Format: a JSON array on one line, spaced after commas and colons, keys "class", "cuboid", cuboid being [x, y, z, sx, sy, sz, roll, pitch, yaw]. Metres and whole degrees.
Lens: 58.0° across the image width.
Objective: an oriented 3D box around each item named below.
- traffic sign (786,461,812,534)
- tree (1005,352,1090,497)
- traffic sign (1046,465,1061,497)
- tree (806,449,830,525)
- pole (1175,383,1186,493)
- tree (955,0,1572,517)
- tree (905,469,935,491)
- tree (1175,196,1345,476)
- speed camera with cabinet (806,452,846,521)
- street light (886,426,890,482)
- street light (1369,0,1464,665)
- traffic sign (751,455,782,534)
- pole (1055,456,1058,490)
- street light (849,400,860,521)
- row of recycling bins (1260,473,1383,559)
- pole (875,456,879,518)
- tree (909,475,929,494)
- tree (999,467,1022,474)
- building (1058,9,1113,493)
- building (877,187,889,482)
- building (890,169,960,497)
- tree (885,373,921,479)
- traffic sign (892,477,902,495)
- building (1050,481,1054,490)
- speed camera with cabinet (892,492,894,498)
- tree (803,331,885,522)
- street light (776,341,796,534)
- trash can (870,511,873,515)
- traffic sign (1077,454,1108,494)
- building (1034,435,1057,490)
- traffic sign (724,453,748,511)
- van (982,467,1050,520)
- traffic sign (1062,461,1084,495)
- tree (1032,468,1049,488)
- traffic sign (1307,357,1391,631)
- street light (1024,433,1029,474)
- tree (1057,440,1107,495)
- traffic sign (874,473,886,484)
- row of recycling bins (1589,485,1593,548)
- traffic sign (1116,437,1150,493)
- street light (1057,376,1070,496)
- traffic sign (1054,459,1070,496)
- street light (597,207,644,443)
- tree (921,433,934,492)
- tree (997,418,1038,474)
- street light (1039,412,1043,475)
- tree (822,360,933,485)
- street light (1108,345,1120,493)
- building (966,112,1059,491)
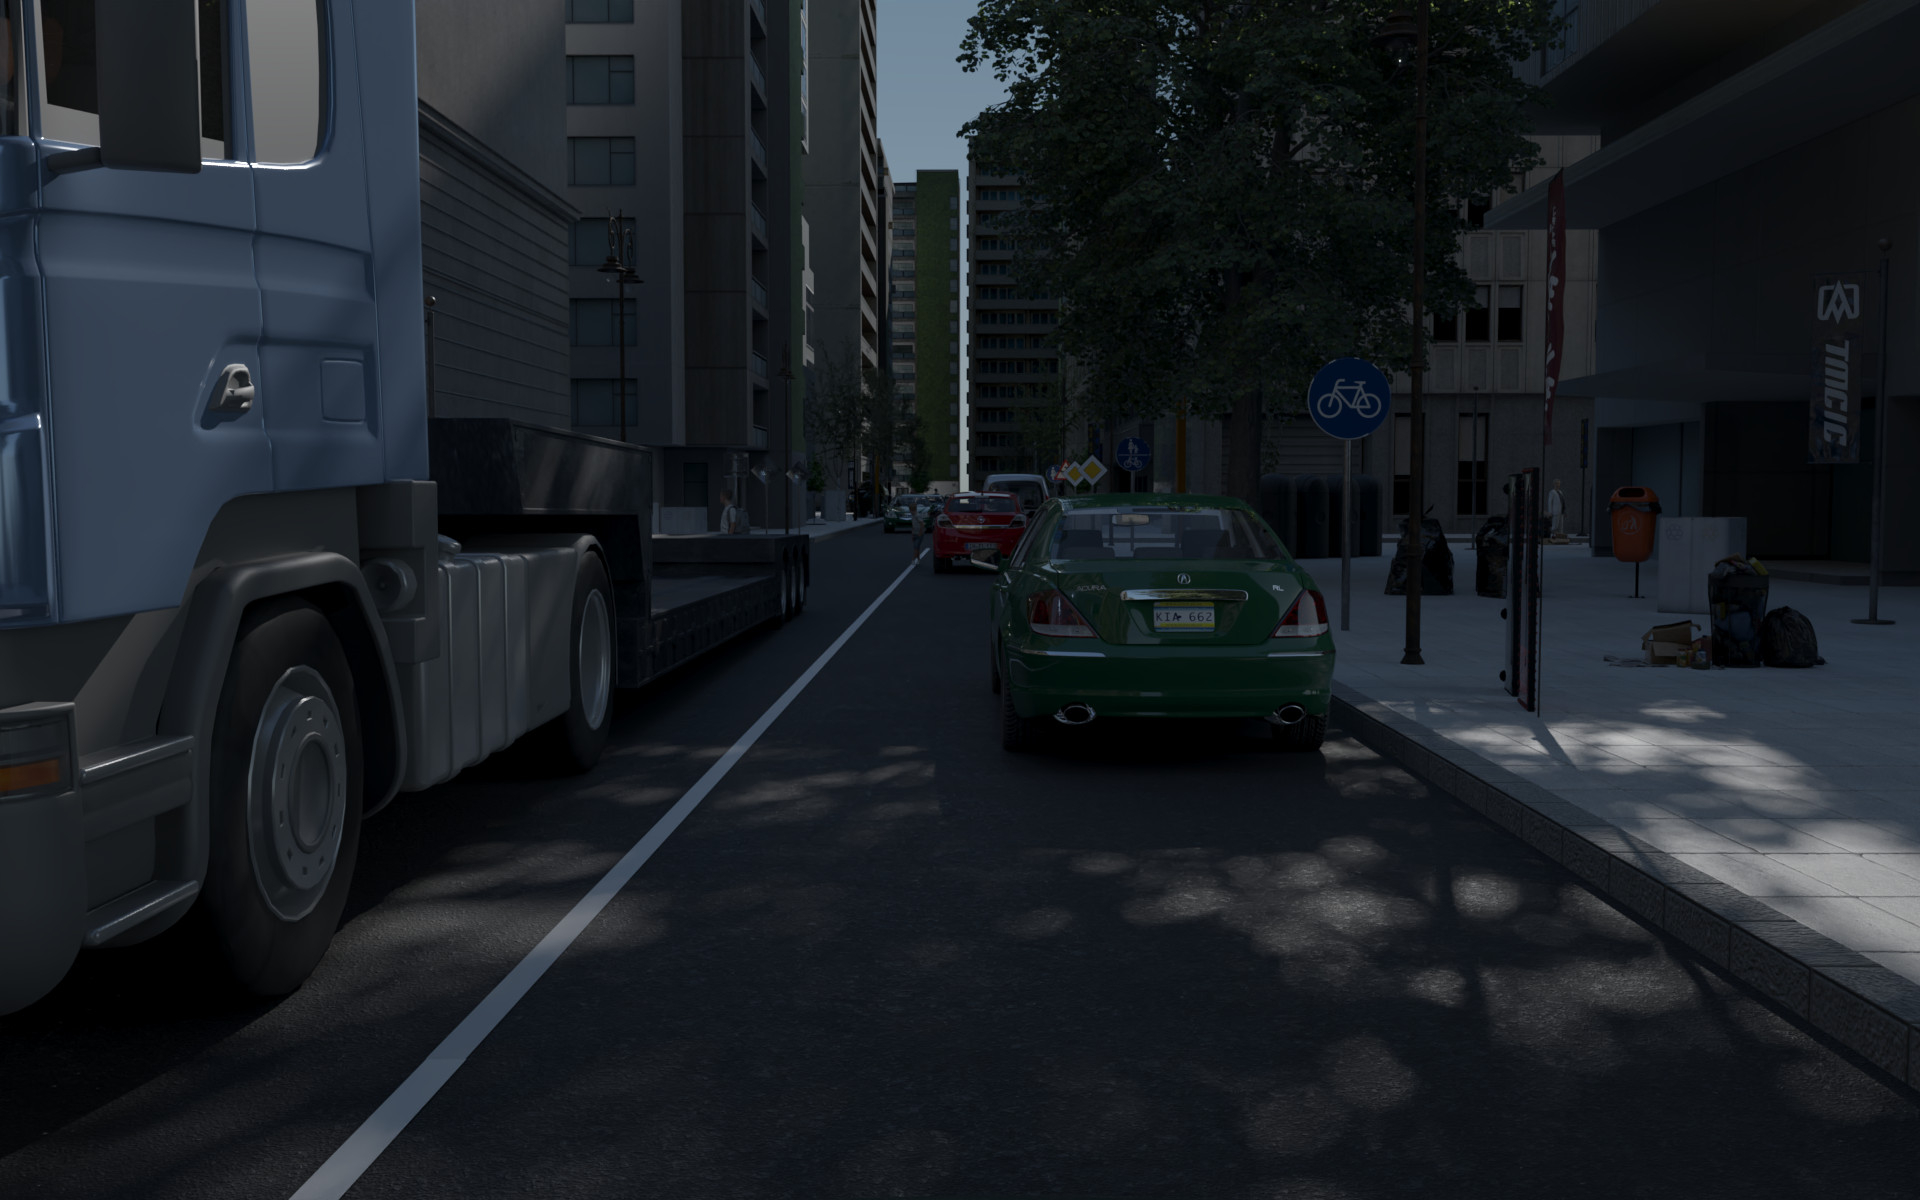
[{"class": "traffic sign", "cuboid": [-4.838, -2.967, 52.145, 0.795, 2.450, 0.064, 0, 4, 1]}, {"class": "tree", "cuboid": [4.616, -8.366, 87.151, 4.737, 8.622, 4.395, 0, 3, 0]}, {"class": "traffic sign", "cuboid": [4.163, -4.629, 75.784, 0.768, 2.556, 0.104, 0, 4, 5]}, {"class": "tree", "cuboid": [-5.992, -4.739, 72.091, 1.663, 3.219, 1.824, 0, 3, 0]}, {"class": "pole", "cuboid": [3.998, -2.297, 31.391, 0.158, 3.312, 0.155, 0, 3, 0]}, {"class": "tree", "cuboid": [4.110, -7.246, 25.134, 9.857, 13.997, 8.962, 0, 3, 0]}, {"class": "tree", "cuboid": [-4.579, -13.219, 199.837, 4.285, 4.588, 4.351, 0, 3, 0]}, {"class": "tree", "cuboid": [7.029, -5.506, 40.390, 4.360, 8.622, 3.978, 0, 3, 0]}, {"class": "speed camera with cabinet", "cuboid": [-6.489, -5.398, 82.597, 2.038, 3.252, 0.660, -1, 4, -10]}, {"class": "street light", "cuboid": [-4.576, -8.477, 111.379, 0.468, 5.910, 1.993, 0, 4, 1]}, {"class": "street light", "cuboid": [3.420, -2.454, 12.912, 0.468, 5.910, 1.993, 0, 4, 1]}, {"class": "traffic sign", "cuboid": [-4.931, -2.478, 44.161, 0.795, 2.450, 0.064, 0, 4, 1]}, {"class": "pole", "cuboid": [5.081, -5.962, 91.320, 0.158, 3.312, 0.155, 0, 3, 0]}, {"class": "street light", "cuboid": [-4.999, -6.685, 82.089, 0.468, 5.910, 1.993, 0, 4, 1]}, {"class": "row of recycling bins", "cuboid": [7.289, -1.702, 34.945, 3.534, 1.692, 1.069, -3, 4, -39]}, {"class": "pole", "cuboid": [-4.421, -6.032, 92.471, 0.158, 3.312, 0.155, 0, 3, 0]}, {"class": "tree", "cuboid": [-4.098, -10.942, 173.504, 1.663, 3.219, 1.824, 0, 3, 0]}, {"class": "tree", "cuboid": [5.908, -13.489, 204.266, 4.285, 4.588, 4.351, 0, 3, 0]}, {"class": "building", "cuboid": [14.964, -27.942, 140.444, 14.154, 41.232, 14.086, 0, 4, 1]}, {"class": "building", "cuboid": [-13.779, -23.520, 156.250, 14.160, 30.474, 14.107, 0, 4, 1]}, {"class": "building", "cuboid": [-6.962, -32.852, 220.720, 14.086, 41.232, 14.154, 0, 4, 1]}, {"class": "tree", "cuboid": [-4.705, -9.503, 105.741, 4.360, 8.622, 3.978, 0, 3, 0]}, {"class": "traffic sign", "cuboid": [-4.680, -7.727, 126.342, 0.884, 2.594, 0.081, 0, 4, 5]}, {"class": "building", "cuboid": [18.865, -43.948, 156.801, 20.563, 71.187, 20.611, 0, 4, 1]}, {"class": "speed camera with cabinet", "cuboid": [-5.859, -8.136, 127.352, 2.038, 3.252, 0.660, 0, 4, 1]}, {"class": "tree", "cuboid": [-5.551, -7.832, 78.413, 4.360, 8.622, 3.978, 0, 3, 0]}, {"class": "street light", "cuboid": [-5.241, -4.864, 52.321, 0.468, 5.910, 1.993, 0, 4, 1]}, {"class": "trash can", "cuboid": [-5.676, -5.929, 108.590, 0.748, 1.137, 0.748, 0, 3, 0]}, {"class": "traffic sign", "cuboid": [3.362, -2.471, 44.044, 0.795, 2.450, 0.064, 0, 4, 1]}, {"class": "building", "cuboid": [19.522, -53.221, 182.837, 22.319, 86.520, 31.000, 0, 4, 1]}, {"class": "traffic sign", "cuboid": [-5.517, -2.479, 42.662, 0.606, 2.300, 0.079, 0, 4, 5]}, {"class": "van", "cuboid": [1.182, -1.874, 37.656, 2.013, 2.044, 4.112, 0, 4, 1]}, {"class": "traffic sign", "cuboid": [3.455, -2.959, 52.029, 0.795, 2.450, 0.064, 0, 4, 1]}, {"class": "tree", "cuboid": [5.745, -8.221, 129.021, 1.663, 3.219, 1.824, 0, 3, 0]}, {"class": "traffic sign", "cuboid": [3.621, -0.984, 16.199, 0.768, 2.556, 0.104, 0, 4, 4]}, {"class": "street light", "cuboid": [4.871, -9.417, 126.759, 0.468, 5.910, 1.993, 0, 4, 1]}, {"class": "tree", "cuboid": [4.569, -4.148, 62.419, 1.663, 3.219, 1.824, 0, 3, 0]}, {"class": "traffic sign", "cuboid": [-4.795, -6.292, 102.975, 0.768, 2.556, 0.104, 0, 4, 5]}, {"class": "row of recycling bins", "cuboid": [15.343, -1.999, 39.802, 1.069, 1.692, 3.534, 0, 4, 2]}, {"class": "traffic sign", "cuboid": [3.852, -2.357, 38.642, 0.768, 2.556, 0.104, 0, 4, 2]}, {"class": "street light", "cuboid": [4.070, -5.821, 67.959, 0.468, 5.910, 1.993, 0, 4, 1]}, {"class": "traffic sign", "cuboid": [3.957, -3.963, 64.798, 0.884, 2.594, 0.081, 0, 4, 8]}, {"class": "street light", "cuboid": [-5.496, -3.391, 28.226, 0.468, 5.910, 1.993, 0, 4, 1]}, {"class": "tree", "cuboid": [-4.530, -14.374, 185.375, 4.360, 8.622, 3.978, 0, 3, 0]}, {"class": "tree", "cuboid": [5.388, -13.022, 163.268, 4.360, 8.622, 3.978, 0, 3, 0]}, {"class": "street light", "cuboid": [4.497, -7.612, 97.249, 0.468, 5.910, 1.993, 0, 4, 1]}, {"class": "tree", "cuboid": [-5.301, -11.353, 120.036, 7.601, 10.594, 8.767, 2, 4, 28]}, {"class": "street light", "cuboid": [3.751, -4.282, 42.800, 0.468, 5.910, 1.993, 0, 4, 1]}, {"class": "building", "cuboid": [11.661, -36.666, 223.183, 21.600, 48.544, 21.300, 0, 4, 1]}]
